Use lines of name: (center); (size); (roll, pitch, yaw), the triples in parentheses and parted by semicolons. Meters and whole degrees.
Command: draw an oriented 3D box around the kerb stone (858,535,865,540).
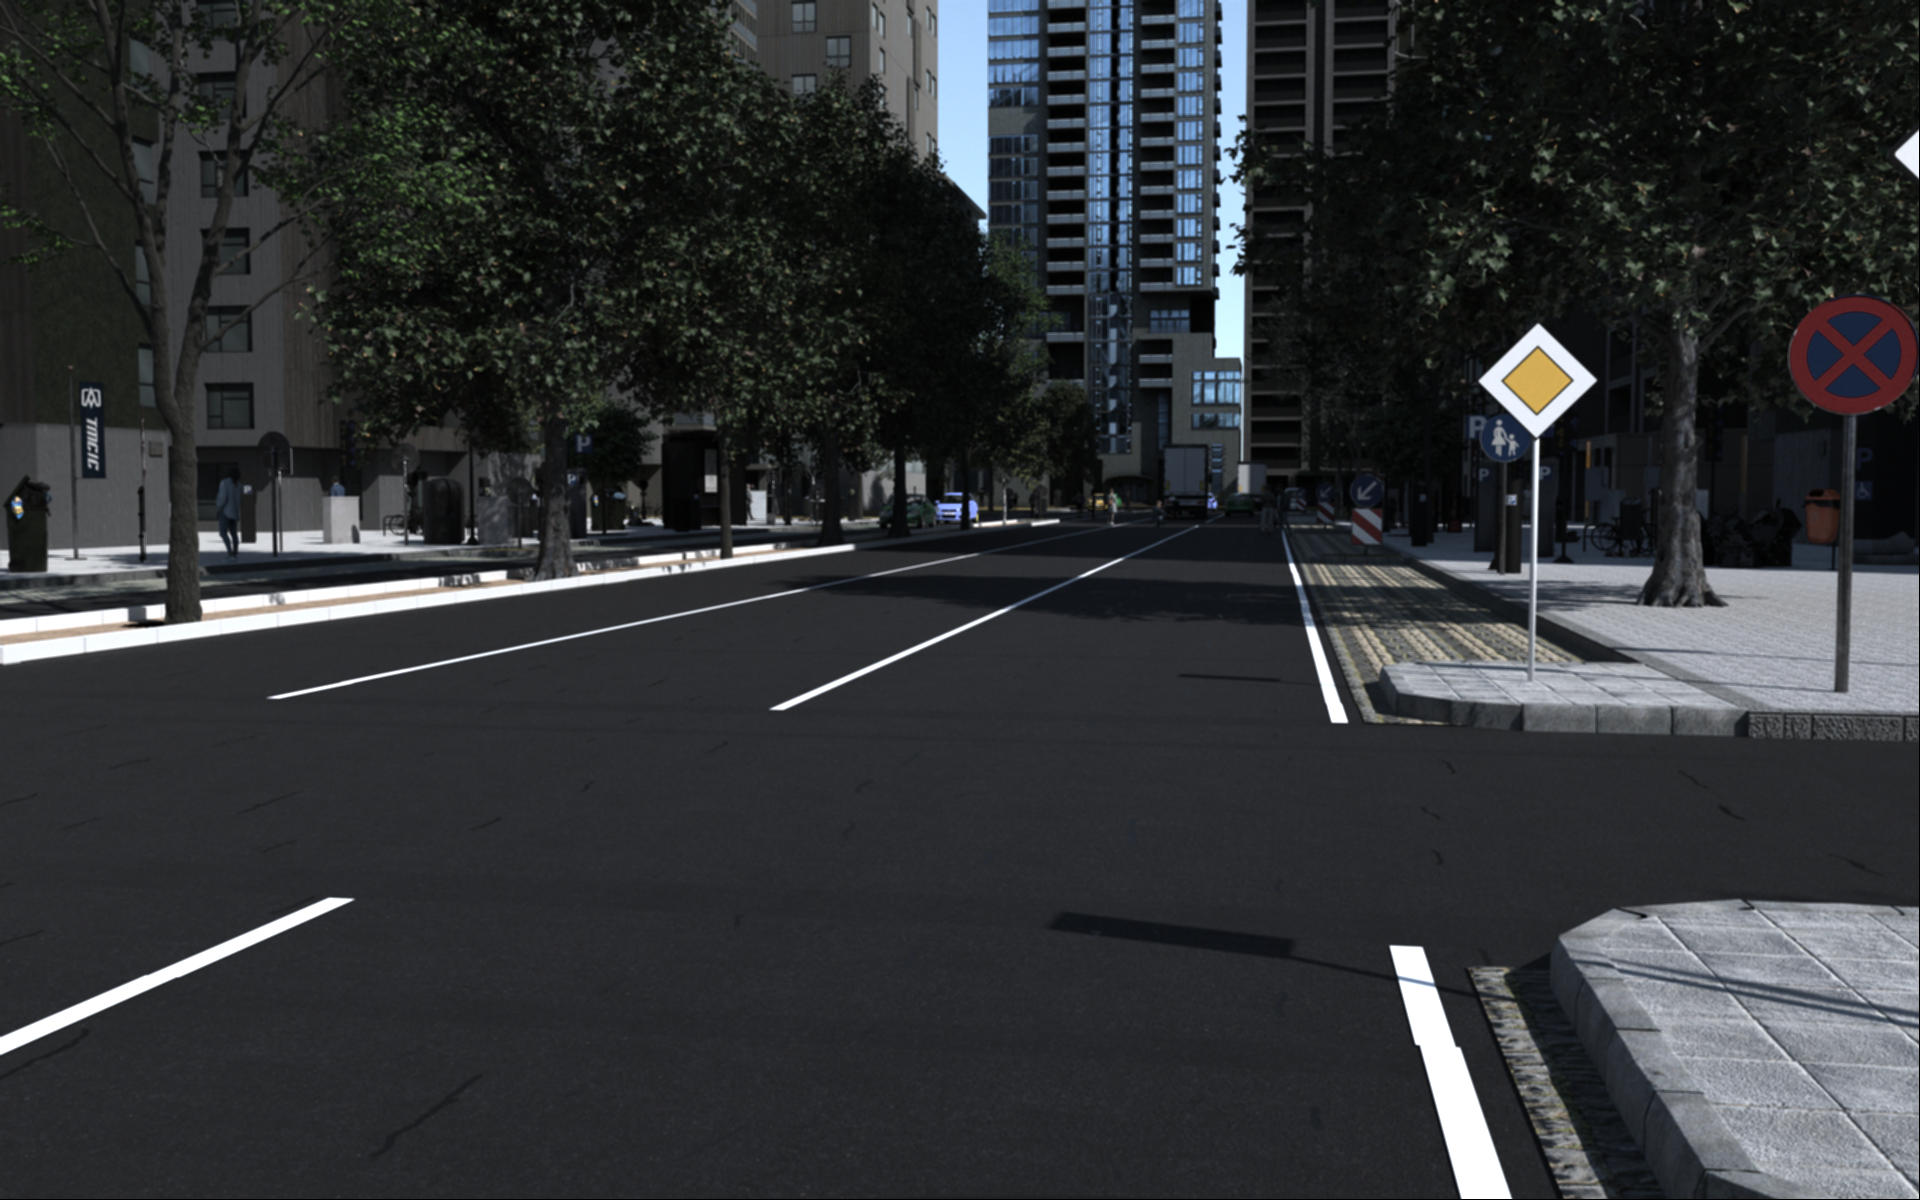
kerb stone: (-3.186, -1.928, 53.763); (0.120, 0.150, 1.000); (1, 4, 10)

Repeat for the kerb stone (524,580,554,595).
kerb stone: (-6.192, -0.174, 25.130); (0.120, 0.150, 1.000); (1, 4, 10)

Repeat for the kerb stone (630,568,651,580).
kerb stone: (-5.472, -0.423, 29.155); (0.120, 0.150, 1.000); (1, 4, 10)

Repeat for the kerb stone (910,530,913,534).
kerb stone: (-1.915, -2.362, 60.816); (0.120, 0.150, 1.000); (1, 4, 10)

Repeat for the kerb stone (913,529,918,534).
kerb stone: (-1.739, -2.421, 61.824); (0.120, 0.150, 1.000); (1, 4, 10)

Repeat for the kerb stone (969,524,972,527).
kerb stone: (0.256, -3.101, 72.933); (0.120, 0.150, 1.000); (1, 4, 10)

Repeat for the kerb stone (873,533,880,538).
kerb stone: (-2.829, -2.054, 55.779); (0.120, 0.150, 1.000); (1, 4, 10)

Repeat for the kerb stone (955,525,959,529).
kerb stone: (-0.295, -2.917, 69.885); (0.120, 0.150, 1.000); (1, 4, 10)

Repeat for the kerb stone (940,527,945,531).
kerb stone: (-0.832, -2.731, 66.865); (0.120, 0.150, 1.000); (1, 4, 10)

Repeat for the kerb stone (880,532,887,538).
kerb stone: (-2.643, -2.116, 56.784); (0.120, 0.150, 1.000); (1, 4, 10)

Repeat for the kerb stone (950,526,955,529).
kerb stone: (-0.465, -2.855, 68.877); (0.120, 0.150, 1.000); (1, 4, 10)

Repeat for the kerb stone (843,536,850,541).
kerb stone: (-3.546, -1.807, 51.747); (0.120, 0.150, 1.000); (1, 4, 10)

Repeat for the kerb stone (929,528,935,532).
kerb stone: (-1.195, -2.605, 64.850); (0.120, 0.150, 1.000); (1, 4, 10)

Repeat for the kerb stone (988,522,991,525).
kerb stone: (1.165, -3.412, 77.980); (0.120, 0.150, 1.000); (1, 4, 10)

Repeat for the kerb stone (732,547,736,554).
kerb stone: (-5.536, -1.123, 40.651); (0.120, 0.150, 1.000); (1, 4, 10)

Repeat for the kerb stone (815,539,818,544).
kerb stone: (-4.090, -1.623, 48.727); (0.120, 0.150, 1.000); (1, 4, 10)

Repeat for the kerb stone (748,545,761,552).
kerb stone: (-5.172, -1.251, 42.673); (0.120, 0.150, 1.000); (1, 4, 10)

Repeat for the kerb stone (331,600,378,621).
kerb stone: (-7.098, 0.132, 20.096); (0.120, 0.150, 1.000); (1, 4, 10)

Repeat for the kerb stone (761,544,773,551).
kerb stone: (-4.989, -1.310, 43.679); (0.120, 0.150, 1.000); (1, 4, 10)

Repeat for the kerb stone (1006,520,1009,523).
kerb stone: (2.071, -3.720, 83.025); (0.120, 0.150, 1.000); (1, 4, 10)

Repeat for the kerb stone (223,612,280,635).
kerb stone: (-7.464, 0.252, 18.073); (0.120, 0.150, 1.000); (1, 4, 10)

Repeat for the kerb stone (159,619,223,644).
kerb stone: (-7.638, 0.314, 17.065); (0.120, 0.150, 1.000); (1, 4, 10)

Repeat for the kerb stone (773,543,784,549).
kerb stone: (-4.810, -1.375, 44.696); (0.120, 0.150, 1.000); (1, 4, 10)

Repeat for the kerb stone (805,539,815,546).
kerb stone: (-4.265, -1.561, 47.720); (0.120, 0.150, 1.000); (1, 4, 10)

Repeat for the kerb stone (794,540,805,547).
kerb stone: (-4.444, -1.494, 46.708); (0.120, 0.150, 1.000); (1, 4, 10)

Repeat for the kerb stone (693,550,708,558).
kerb stone: (-5.907, -1.006, 38.638); (0.120, 0.150, 1.000); (1, 4, 10)

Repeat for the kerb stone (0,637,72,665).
kerb stone: (-8.002, 0.439, 15.038); (0.120, 0.150, 1.000); (1, 4, 10)

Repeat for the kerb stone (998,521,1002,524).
kerb stone: (1.705, -3.597, 81.011); (0.120, 0.150, 1.000); (1, 4, 10)

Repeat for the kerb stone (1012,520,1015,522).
kerb stone: (2.428, -3.843, 85.045); (0.120, 0.150, 1.000); (1, 4, 10)

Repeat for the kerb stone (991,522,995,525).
kerb stone: (1.337, -3.472, 78.993); (0.120, 0.150, 1.000); (1, 4, 10)

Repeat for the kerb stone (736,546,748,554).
kerb stone: (-5.362, -1.187, 41.669); (0.120, 0.150, 1.000); (1, 4, 10)

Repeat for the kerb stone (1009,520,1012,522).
kerb stone: (2.251, -3.780, 84.039); (0.120, 0.150, 1.000); (1, 4, 10)

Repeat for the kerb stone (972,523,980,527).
kerb stone: (0.623, -3.226, 74.961); (0.120, 0.150, 1.000); (1, 4, 10)

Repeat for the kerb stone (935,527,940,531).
kerb stone: (-1.018, -2.670, 65.856); (0.120, 0.150, 1.000); (1, 4, 10)

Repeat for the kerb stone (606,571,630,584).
kerb stone: (-5.642, -0.364, 28.147); (0.120, 0.150, 1.000); (1, 4, 10)

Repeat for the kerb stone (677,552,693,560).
kerb stone: (-6.081, -0.941, 37.618); (0.120, 0.150, 1.000); (1, 4, 10)

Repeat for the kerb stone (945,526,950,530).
kerb stone: (-0.653, -2.794, 67.872); (0.120, 0.150, 1.000); (1, 4, 10)

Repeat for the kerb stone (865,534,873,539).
kerb stone: (-3.008, -1.989, 54.769); (0.120, 0.150, 1.000); (1, 4, 10)

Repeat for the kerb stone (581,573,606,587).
kerb stone: (-5.829, -0.303, 27.142); (0.120, 0.150, 1.000); (1, 4, 10)

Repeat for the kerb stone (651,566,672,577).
kerb stone: (-5.293, -0.487, 30.162); (0.120, 0.150, 1.000); (1, 4, 10)

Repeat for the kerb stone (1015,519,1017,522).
kerb stone: (2.611, -3.900, 86.057); (0.120, 0.150, 1.000); (1, 4, 10)

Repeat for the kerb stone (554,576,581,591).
kerb stone: (-6.010, -0.241, 26.136); (0.120, 0.150, 1.000); (1, 4, 10)

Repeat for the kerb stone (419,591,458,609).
kerb stone: (-6.735, 0.005, 22.110); (0.120, 0.150, 1.000); (1, 4, 10)

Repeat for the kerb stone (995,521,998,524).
kerb stone: (1.523, -3.533, 80.006); (0.120, 0.150, 1.000); (1, 4, 10)

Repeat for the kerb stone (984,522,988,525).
kerb stone: (0.986, -3.350, 76.973); (0.120, 0.150, 1.000); (1, 4, 10)

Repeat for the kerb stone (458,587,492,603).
kerb stone: (-6.554, -0.056, 23.116); (0.120, 0.150, 1.000); (1, 4, 10)

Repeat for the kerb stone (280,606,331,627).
kerb stone: (-7.281, 0.191, 19.086); (0.120, 0.150, 1.000); (1, 4, 10)

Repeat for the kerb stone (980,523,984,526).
kerb stone: (0.804, -3.289, 75.967); (0.120, 0.150, 1.000); (1, 4, 10)

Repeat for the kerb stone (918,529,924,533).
kerb stone: (-1.558, -2.485, 62.830); (0.120, 0.150, 1.000); (1, 4, 10)

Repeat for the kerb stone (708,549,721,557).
kerb stone: (-5.728, -1.067, 39.646); (0.120, 0.150, 1.000); (1, 4, 10)

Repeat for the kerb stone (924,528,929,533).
kerb stone: (-1.380, -2.547, 63.844); (0.120, 0.150, 1.000); (1, 4, 10)

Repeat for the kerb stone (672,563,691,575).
kerb stone: (-5.109, -0.547, 31.167); (0.120, 0.150, 1.000); (1, 4, 10)

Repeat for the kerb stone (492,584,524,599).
kerb stone: (-6.382, -0.110, 24.125); (0.120, 0.150, 1.000); (1, 4, 10)

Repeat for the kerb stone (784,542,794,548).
kerb stone: (-4.628, -1.438, 45.702); (0.120, 0.150, 1.000); (1, 4, 10)

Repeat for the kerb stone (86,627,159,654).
kerb stone: (-7.820, 0.375, 16.059); (0.120, 0.150, 1.000); (1, 4, 10)

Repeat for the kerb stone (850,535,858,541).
kerb stone: (-3.367, -1.869, 52.754); (0.120, 0.150, 1.000); (1, 4, 10)

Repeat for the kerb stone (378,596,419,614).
kerb stone: (-6.918, 0.067, 21.104); (0.120, 0.150, 1.000); (1, 4, 10)
